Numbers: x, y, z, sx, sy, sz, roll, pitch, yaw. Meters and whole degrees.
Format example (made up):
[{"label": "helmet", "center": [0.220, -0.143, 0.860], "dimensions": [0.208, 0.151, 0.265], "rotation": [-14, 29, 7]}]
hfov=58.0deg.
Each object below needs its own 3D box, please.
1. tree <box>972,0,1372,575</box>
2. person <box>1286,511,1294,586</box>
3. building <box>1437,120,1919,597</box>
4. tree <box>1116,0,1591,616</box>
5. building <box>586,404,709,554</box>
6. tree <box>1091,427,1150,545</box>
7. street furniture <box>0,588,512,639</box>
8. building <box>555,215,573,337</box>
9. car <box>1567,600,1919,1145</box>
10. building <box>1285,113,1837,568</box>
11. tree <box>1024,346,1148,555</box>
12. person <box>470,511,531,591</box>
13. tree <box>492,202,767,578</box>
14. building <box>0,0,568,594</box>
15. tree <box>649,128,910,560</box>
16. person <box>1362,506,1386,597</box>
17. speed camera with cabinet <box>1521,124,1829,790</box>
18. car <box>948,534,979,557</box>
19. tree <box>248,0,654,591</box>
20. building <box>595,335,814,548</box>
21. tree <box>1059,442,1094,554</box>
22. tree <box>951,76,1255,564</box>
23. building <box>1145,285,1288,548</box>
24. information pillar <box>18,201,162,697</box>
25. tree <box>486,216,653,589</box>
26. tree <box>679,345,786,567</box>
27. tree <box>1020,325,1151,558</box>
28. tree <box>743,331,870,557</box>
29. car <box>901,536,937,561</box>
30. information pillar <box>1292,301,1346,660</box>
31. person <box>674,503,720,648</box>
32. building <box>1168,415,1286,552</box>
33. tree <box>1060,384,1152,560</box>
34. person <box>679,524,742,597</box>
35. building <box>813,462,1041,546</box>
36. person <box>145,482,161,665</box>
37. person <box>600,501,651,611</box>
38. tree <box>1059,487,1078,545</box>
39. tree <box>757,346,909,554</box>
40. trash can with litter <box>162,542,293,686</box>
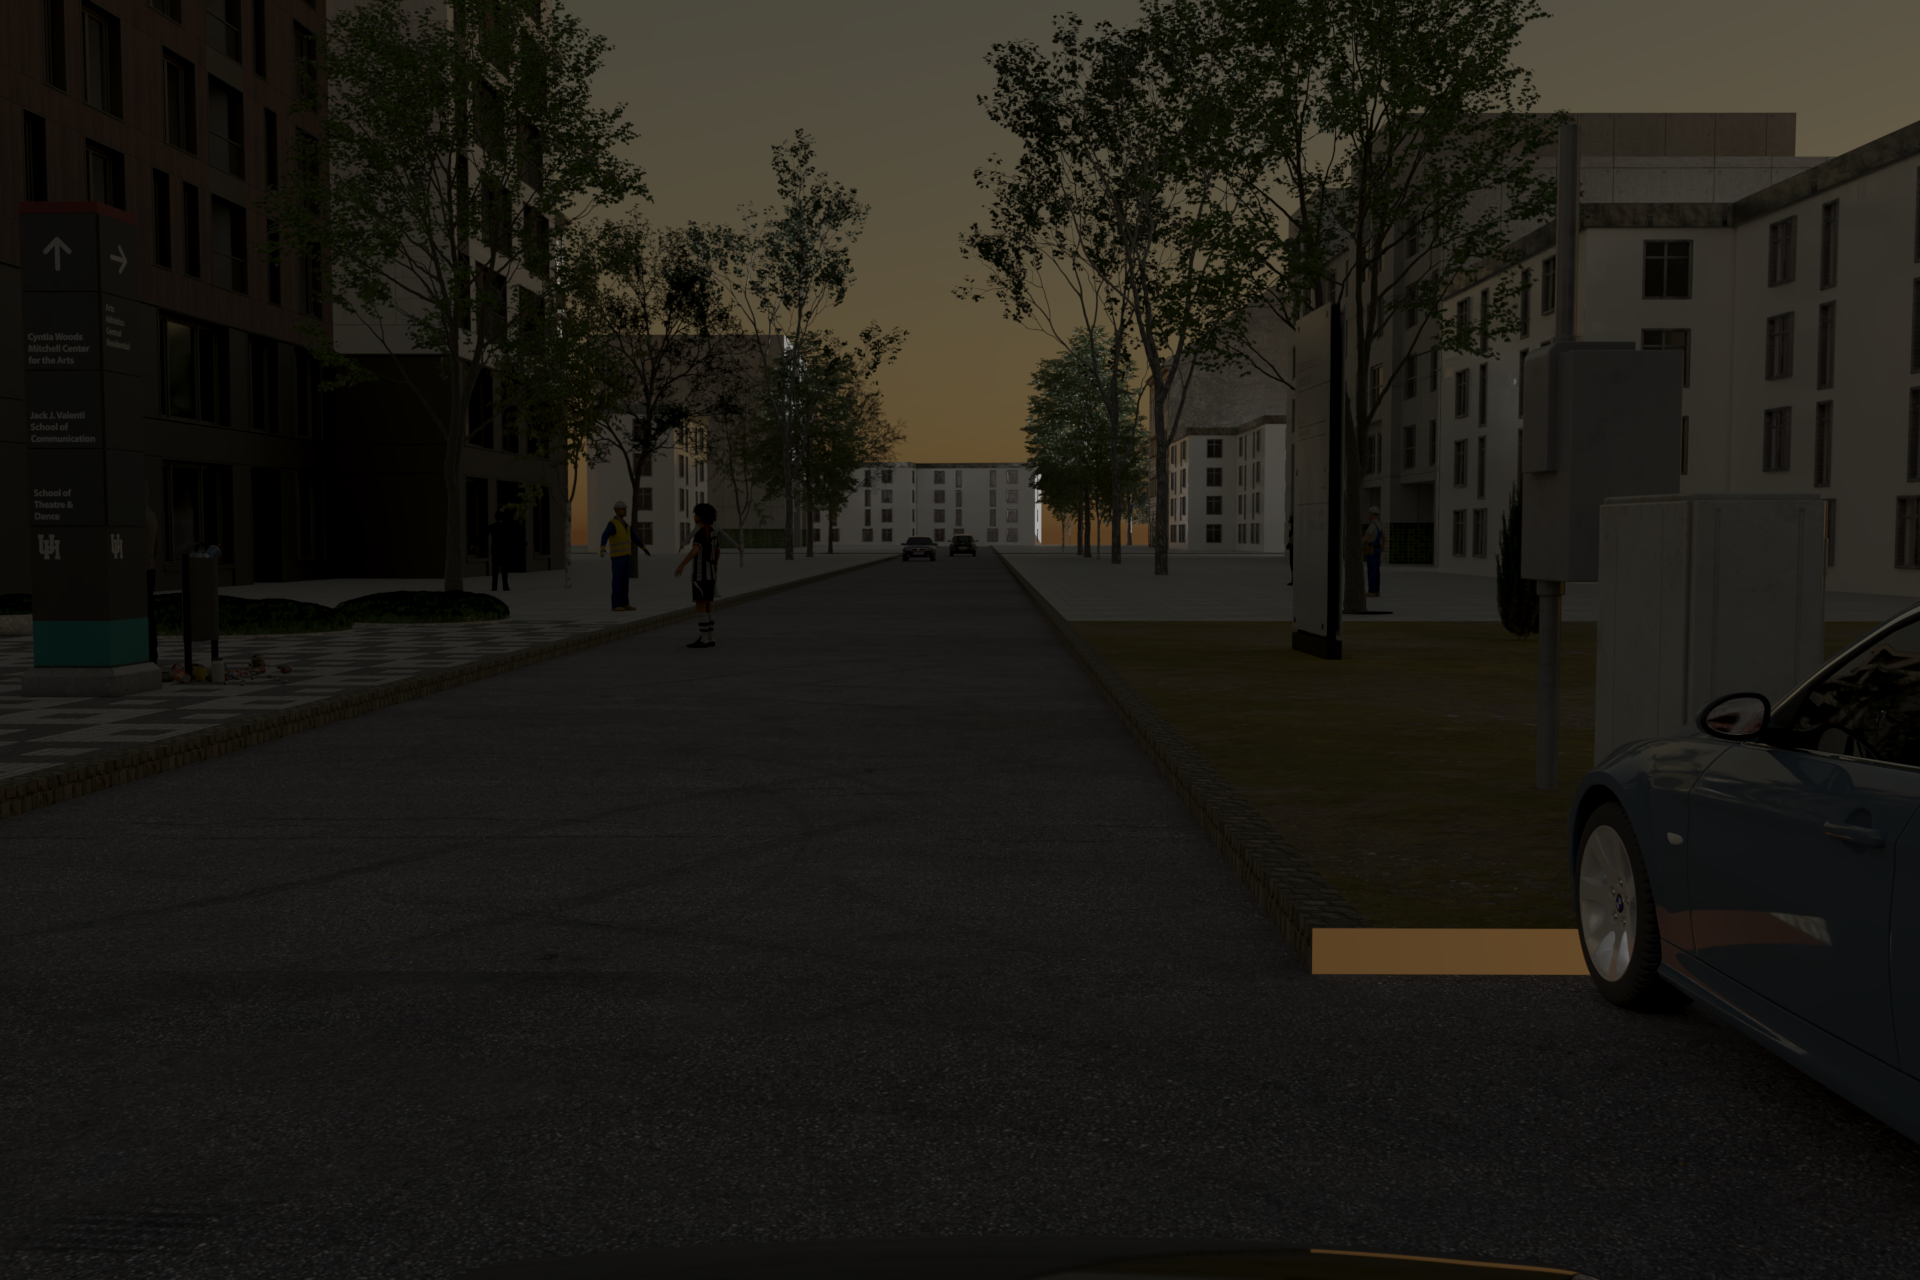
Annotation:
[{"label": "tree", "center": [6.328, -12.030, 52.579], "dimensions": [12.611, 20.169, 13.585], "rotation": [0, 3, 0]}, {"label": "person", "center": [8.310, -2.285, 43.145], "dimensions": [0.705, 1.856, 1.354], "rotation": [1, 4, 16]}, {"label": "building", "center": [20.336, -6.239, 44.155], "dimensions": [9.099, 9.664, 28.070], "rotation": [0, 4, 1]}, {"label": "tree", "center": [6.326, -6.233, 27.659], "dimensions": [9.928, 11.665, 9.643], "rotation": [0, 3, 0]}, {"label": "building", "center": [-22.783, -11.248, 126.048], "dimensions": [9.099, 9.664, 28.070], "rotation": [0, 4, 0]}, {"label": "tree", "center": [19.569, -17.851, 198.517], "dimensions": [9.857, 13.997, 8.962], "rotation": [0, 3, 0]}, {"label": "street furniture", "center": [-11.497, -0.498, 23.767], "dimensions": [10.072, 0.657, 5.734], "rotation": [0, 4, -6]}, {"label": "building", "center": [-28.582, -14.928, 74.994], "dimensions": [19.493, 23.208, 18.063], "rotation": [0, 4, 1]}, {"label": "car", "center": [2.817, 0.504, 3.769], "dimensions": [2.014, 1.417, 4.499], "rotation": [0, 4, 0]}, {"label": "building", "center": [26.660, -13.152, 81.492], "dimensions": [16.747, 18.905, 31.486], "rotation": [0, 4, 0]}, {"label": "tree", "center": [7.489, -11.386, 104.284], "dimensions": [7.486, 12.596, 7.792], "rotation": [0, 3, 0]}, {"label": "person", "center": [-10.392, -2.014, 39.112], "dimensions": [1.347, 1.806, 0.705], "rotation": [-1, 4, -8]}, {"label": "tree", "center": [-9.528, -7.051, 49.704], "dimensions": [8.767, 10.594, 7.601], "rotation": [0, 4, 2]}, {"label": "building", "center": [-28.348, -12.410, 46.881], "dimensions": [27.936, 21.610, 32.646], "rotation": [0, 4, 0]}, {"label": "tree", "center": [-8.870, -13.923, 83.528], "dimensions": [12.611, 20.169, 13.585], "rotation": [0, 3, 0]}, {"label": "person", "center": [8.435, -1.809, 35.442], "dimensions": [0.705, 1.847, 1.347], "rotation": [3, 4, 38]}, {"label": "speed camera with cabinet", "center": [3.148, -0.824, 7.808], "dimensions": [0.660, 3.252, 2.038], "rotation": [0, 4, 0]}, {"label": "car", "center": [0.191, -6.204, 111.227], "dimensions": [2.009, 1.686, 4.222], "rotation": [0, 4, 0]}, {"label": "tree", "center": [-9.354, -6.502, 32.070], "dimensions": [9.928, 11.665, 9.643], "rotation": [0, 3, 0]}, {"label": "building", "center": [-24.005, -18.530, 169.430], "dimensions": [16.747, 18.905, 31.486], "rotation": [0, 4, 0]}, {"label": "tree", "center": [6.802, -9.876, 111.838], "dimensions": [4.737, 8.622, 4.395], "rotation": [0, 3, 0]}, {"label": "tree", "center": [5.861, -13.273, 72.908], "dimensions": [12.611, 20.169, 13.585], "rotation": [0, 3, 0]}, {"label": "building", "center": [27.851, -20.265, 162.269], "dimensions": [19.493, 23.208, 18.063], "rotation": [0, 4, 1]}, {"label": "information pillar", "center": [-6.994, -1.498, 13.866], "dimensions": [0.750, 3.857, 0.750], "rotation": [0, 4, 2]}, {"label": "tree", "center": [-9.265, -5.528, 40.741], "dimensions": [4.737, 8.622, 4.395], "rotation": [0, 3, 0]}, {"label": "tree", "center": [-8.361, -7.137, 67.055], "dimensions": [4.360, 8.622, 3.978], "rotation": [0, 3, 0]}, {"label": "tree", "center": [6.749, -10.774, 94.276], "dimensions": [7.486, 12.596, 7.792], "rotation": [0, 3, 0]}, {"label": "tree", "center": [-8.713, -10.974, 97.549], "dimensions": [7.486, 12.596, 7.792], "rotation": [0, 3, 0]}, {"label": "car", "center": [-2.163, -4.872, 92.236], "dimensions": [1.945, 1.354, 3.894], "rotation": [0, 4, 0]}, {"label": "information pillar", "center": [3.798, -1.655, 18.376], "dimensions": [0.184, 3.620, 1.656], "rotation": [0, 4, -1]}, {"label": "person", "center": [-3.266, -0.813, 21.895], "dimensions": [0.704, 1.843, 1.345], "rotation": [1, 4, 12]}, {"label": "building", "center": [22.388, -11.882, 136.410], "dimensions": [9.099, 9.664, 28.070], "rotation": [0, 4, 1]}, {"label": "tree", "center": [7.094, -8.265, 85.487], "dimensions": [4.737, 8.622, 4.395], "rotation": [0, 3, 0]}, {"label": "person", "center": [-5.092, -1.771, 35.150], "dimensions": [1.347, 1.806, 0.705], "rotation": [-2, 4, -29]}, {"label": "building", "center": [-4.901, -15.753, 202.173], "dimensions": [28.070, 9.664, 9.099], "rotation": [1, 4, 10]}, {"label": "person", "center": [-7.910, -0.642, 16.633], "dimensions": [0.705, 1.813, 1.348], "rotation": [-1, 4, -9]}, {"label": "person", "center": [-5.639, -1.403, 28.908], "dimensions": [0.705, 1.833, 1.349], "rotation": [2, 4, 24]}, {"label": "tree", "center": [12.886, -15.260, 199.855], "dimensions": [4.360, 8.622, 3.978], "rotation": [0, 3, 0]}, {"label": "tree", "center": [-8.300, -12.322, 111.836], "dimensions": [12.009, 13.543, 11.850], "rotation": [0, 3, 0]}, {"label": "trash can with litter", "center": [-6.595, -0.284, 15.701], "dimensions": [1.678, 1.210, 2.233], "rotation": [0, 4, 2]}]
